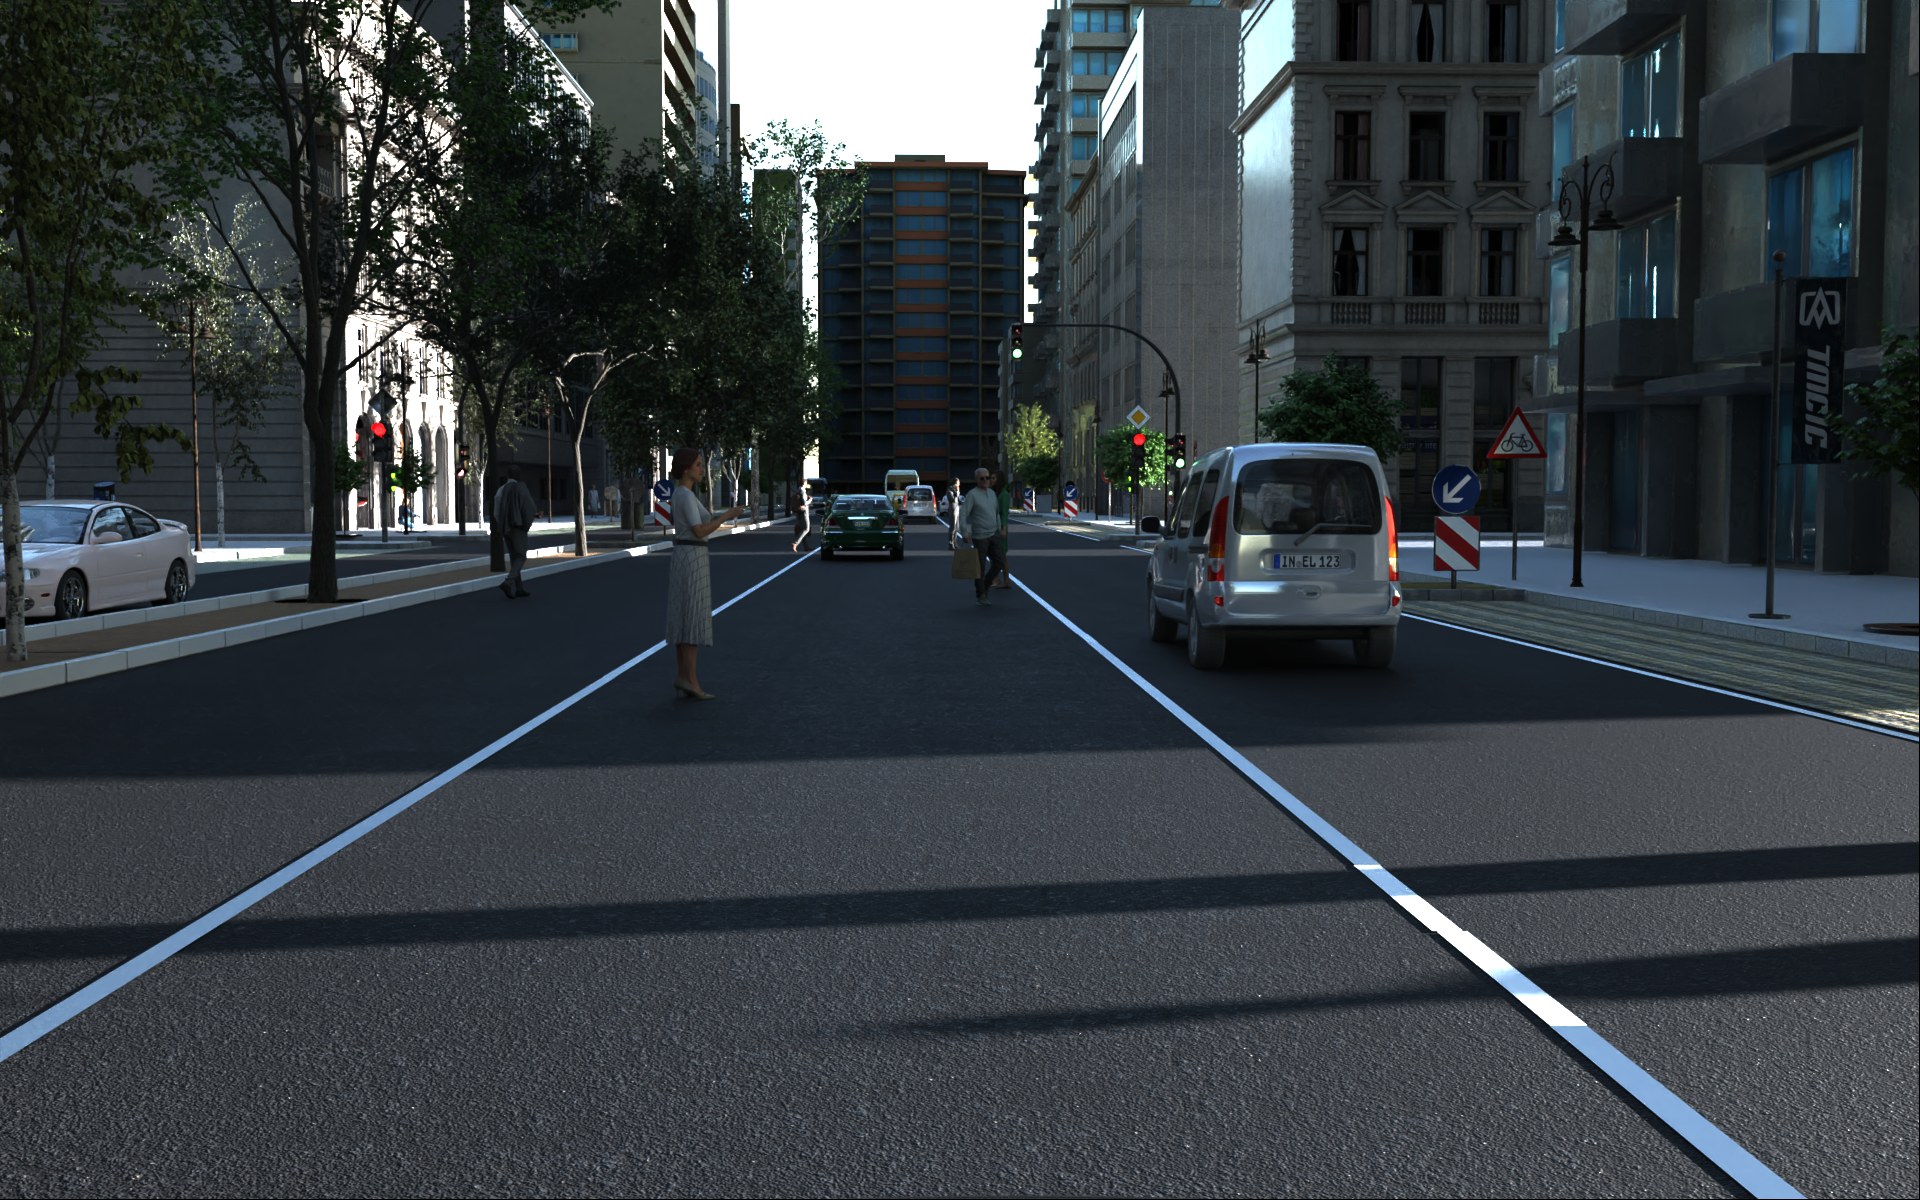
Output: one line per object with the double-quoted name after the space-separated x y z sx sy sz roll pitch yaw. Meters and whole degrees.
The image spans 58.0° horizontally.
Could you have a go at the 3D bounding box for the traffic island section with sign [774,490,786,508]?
-19.028 -10.660 182.920 1.989 1.847 2.006 0 4 -2 "traffic island section with sign"

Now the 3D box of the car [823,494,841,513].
-6.380 -5.004 93.611 2.131 1.459 4.920 0 4 -2 "car"

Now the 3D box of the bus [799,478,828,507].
-16.167 -12.042 191.752 2.948 3.499 13.247 0 4 -2 "bus"

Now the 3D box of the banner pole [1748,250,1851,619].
8.605 -1.697 17.755 0.863 3.779 0.401 2 4 25 "banner pole"

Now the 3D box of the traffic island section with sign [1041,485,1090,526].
4.880 -4.314 79.157 1.989 1.847 2.006 0 4 -2 "traffic island section with sign"

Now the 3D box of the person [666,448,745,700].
-1.805 -0.188 12.149 0.524 1.755 0.480 -1 4 -22 "person"

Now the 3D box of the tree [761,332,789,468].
-8.698 -6.299 39.859 8.767 10.594 7.601 0 4 -2 "tree"

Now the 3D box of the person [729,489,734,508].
-21.008 -9.382 160.377 0.756 1.711 0.436 -3 5 -41 "person"

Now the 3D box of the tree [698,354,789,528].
-9.527 -7.370 73.319 4.360 8.622 3.978 0 3 0 "tree"

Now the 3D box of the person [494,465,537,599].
-6.124 -0.936 23.908 0.679 1.850 0.850 1 4 18 "person"

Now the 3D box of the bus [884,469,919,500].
-4.666 -8.784 138.482 2.948 3.499 13.247 0 4 -2 "bus"

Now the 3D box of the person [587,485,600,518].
-19.649 -5.298 93.024 0.694 1.780 0.624 0 4 -4 "person"

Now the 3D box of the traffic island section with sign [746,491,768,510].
-18.229 -9.012 155.976 1.989 1.847 2.006 0 4 -2 "traffic island section with sign"

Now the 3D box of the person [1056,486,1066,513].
6.808 -6.734 116.057 0.656 1.842 0.836 -3 5 -40 "person"

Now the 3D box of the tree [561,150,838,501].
-8.967 -8.451 57.644 9.611 12.733 9.660 0 3 0 "tree"

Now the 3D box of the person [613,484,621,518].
-18.343 -5.290 92.419 0.514 1.842 0.818 1 4 13 "person"

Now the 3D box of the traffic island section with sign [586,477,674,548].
-8.875 -2.340 46.389 2.006 1.907 1.989 0 4 -2 "traffic island section with sign"

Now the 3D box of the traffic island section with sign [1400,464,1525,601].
6.535 -0.942 24.028 1.989 1.847 2.006 0 4 -2 "traffic island section with sign"

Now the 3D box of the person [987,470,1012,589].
0.587 -1.060 26.086 0.529 1.795 0.600 -3 4 -36 "person"

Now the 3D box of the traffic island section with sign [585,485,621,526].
-15.934 -4.303 78.978 1.989 1.847 2.006 0 4 -2 "traffic island section with sign"

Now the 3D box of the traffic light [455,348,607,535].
-13.389 -4.847 53.910 4.771 5.953 1.251 0 4 -2 "traffic light"

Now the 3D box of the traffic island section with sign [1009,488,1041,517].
4.055 -6.023 107.108 1.989 1.847 2.006 0 4 -2 "traffic island section with sign"

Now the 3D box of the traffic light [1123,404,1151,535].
5.574 -4.008 54.454 0.839 4.253 0.868 0 4 -2 "traffic light"

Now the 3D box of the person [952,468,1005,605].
0.214 -0.815 22.316 0.782 1.767 0.515 -3 5 -45 "person"

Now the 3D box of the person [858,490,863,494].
-8.894 -8.924 154.337 1.348 1.831 0.705 -1 4 -10 "person"

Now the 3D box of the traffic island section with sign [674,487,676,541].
-9.086 -2.792 53.793 2.006 1.907 1.989 0 4 -2 "traffic island section with sign"

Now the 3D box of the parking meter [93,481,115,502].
-16.440 -1.523 33.304 0.372 1.533 0.369 0 3 0 "parking meter"

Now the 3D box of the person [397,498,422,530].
-19.758 -3.075 61.815 0.738 1.151 1.012 -3 5 -41 "person"

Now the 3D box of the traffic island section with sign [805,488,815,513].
-11.334 -7.386 128.898 2.006 1.907 1.989 0 4 -2 "traffic island section with sign"

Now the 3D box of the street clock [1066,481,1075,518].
5.997 -5.483 94.209 0.471 2.002 0.358 1 4 12 "street clock"

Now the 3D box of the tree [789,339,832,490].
-9.652 -7.970 67.184 8.767 10.594 7.601 0 4 -2 "tree"

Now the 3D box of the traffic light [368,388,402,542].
-15.239 -3.481 45.832 0.839 4.253 0.868 0 4 -2 "traffic light"

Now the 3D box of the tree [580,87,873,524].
-10.851 -13.649 81.501 12.611 20.169 13.585 0 3 0 "tree"

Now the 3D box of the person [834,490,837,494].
-8.146 -6.350 113.330 0.522 1.701 0.512 0 4 5 "person"

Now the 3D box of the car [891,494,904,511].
-4.349 -7.206 128.038 2.015 1.641 3.980 0 4 -3 "car"

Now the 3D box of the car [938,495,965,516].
-0.414 -6.188 113.538 2.083 1.381 4.827 0 4 -1 "car"

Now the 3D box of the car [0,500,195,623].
-10.456 -0.462 19.911 2.083 1.381 4.827 0 4 -3 "car"

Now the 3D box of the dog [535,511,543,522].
-19.159 -3.760 78.304 0.406 0.507 0.540 3 5 45 "dog"

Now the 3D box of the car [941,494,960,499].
-0.633 -9.152 158.673 2.155 1.783 4.494 0 4 -1 "car"

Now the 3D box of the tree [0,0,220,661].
-8.025 -3.762 14.322 4.737 8.622 4.395 0 3 0 "tree"

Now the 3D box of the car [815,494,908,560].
-2.212 -1.667 39.053 2.131 1.459 4.920 0 4 -3 "car"

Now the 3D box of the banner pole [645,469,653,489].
-19.007 -7.071 105.628 0.863 3.779 0.401 2 4 32 "banner pole"

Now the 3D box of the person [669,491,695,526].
-5.651 -1.636 35.592 0.601 1.785 0.444 2 4 24 "person"

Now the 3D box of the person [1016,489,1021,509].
5.151 -8.770 150.150 0.721 1.743 1.217 0 4 -6 "person"

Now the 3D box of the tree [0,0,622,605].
-8.272 -5.756 22.324 9.928 11.665 9.643 0 3 0 "tree"

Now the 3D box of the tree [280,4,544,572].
-8.470 -5.808 31.832 8.767 10.594 7.601 0 4 -2 "tree"

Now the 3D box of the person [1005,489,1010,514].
3.170 -6.884 121.323 0.850 1.792 0.678 3 4 37 "person"

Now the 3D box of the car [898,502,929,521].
-2.291 -4.875 91.708 2.014 1.417 4.499 0 4 -2 "car"

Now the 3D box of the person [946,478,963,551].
-0.088 -2.186 44.046 0.447 1.846 0.655 1 4 16 "person"

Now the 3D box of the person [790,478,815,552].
-3.951 -2.118 43.090 0.822 1.834 0.622 -3 4 -38 "person"

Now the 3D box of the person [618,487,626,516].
-19.937 -5.818 101.762 0.643 1.750 0.593 -2 4 -32 "person"

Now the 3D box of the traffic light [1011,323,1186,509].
3.724 -4.379 46.269 4.771 5.953 1.251 0 4 -2 "traffic light"
